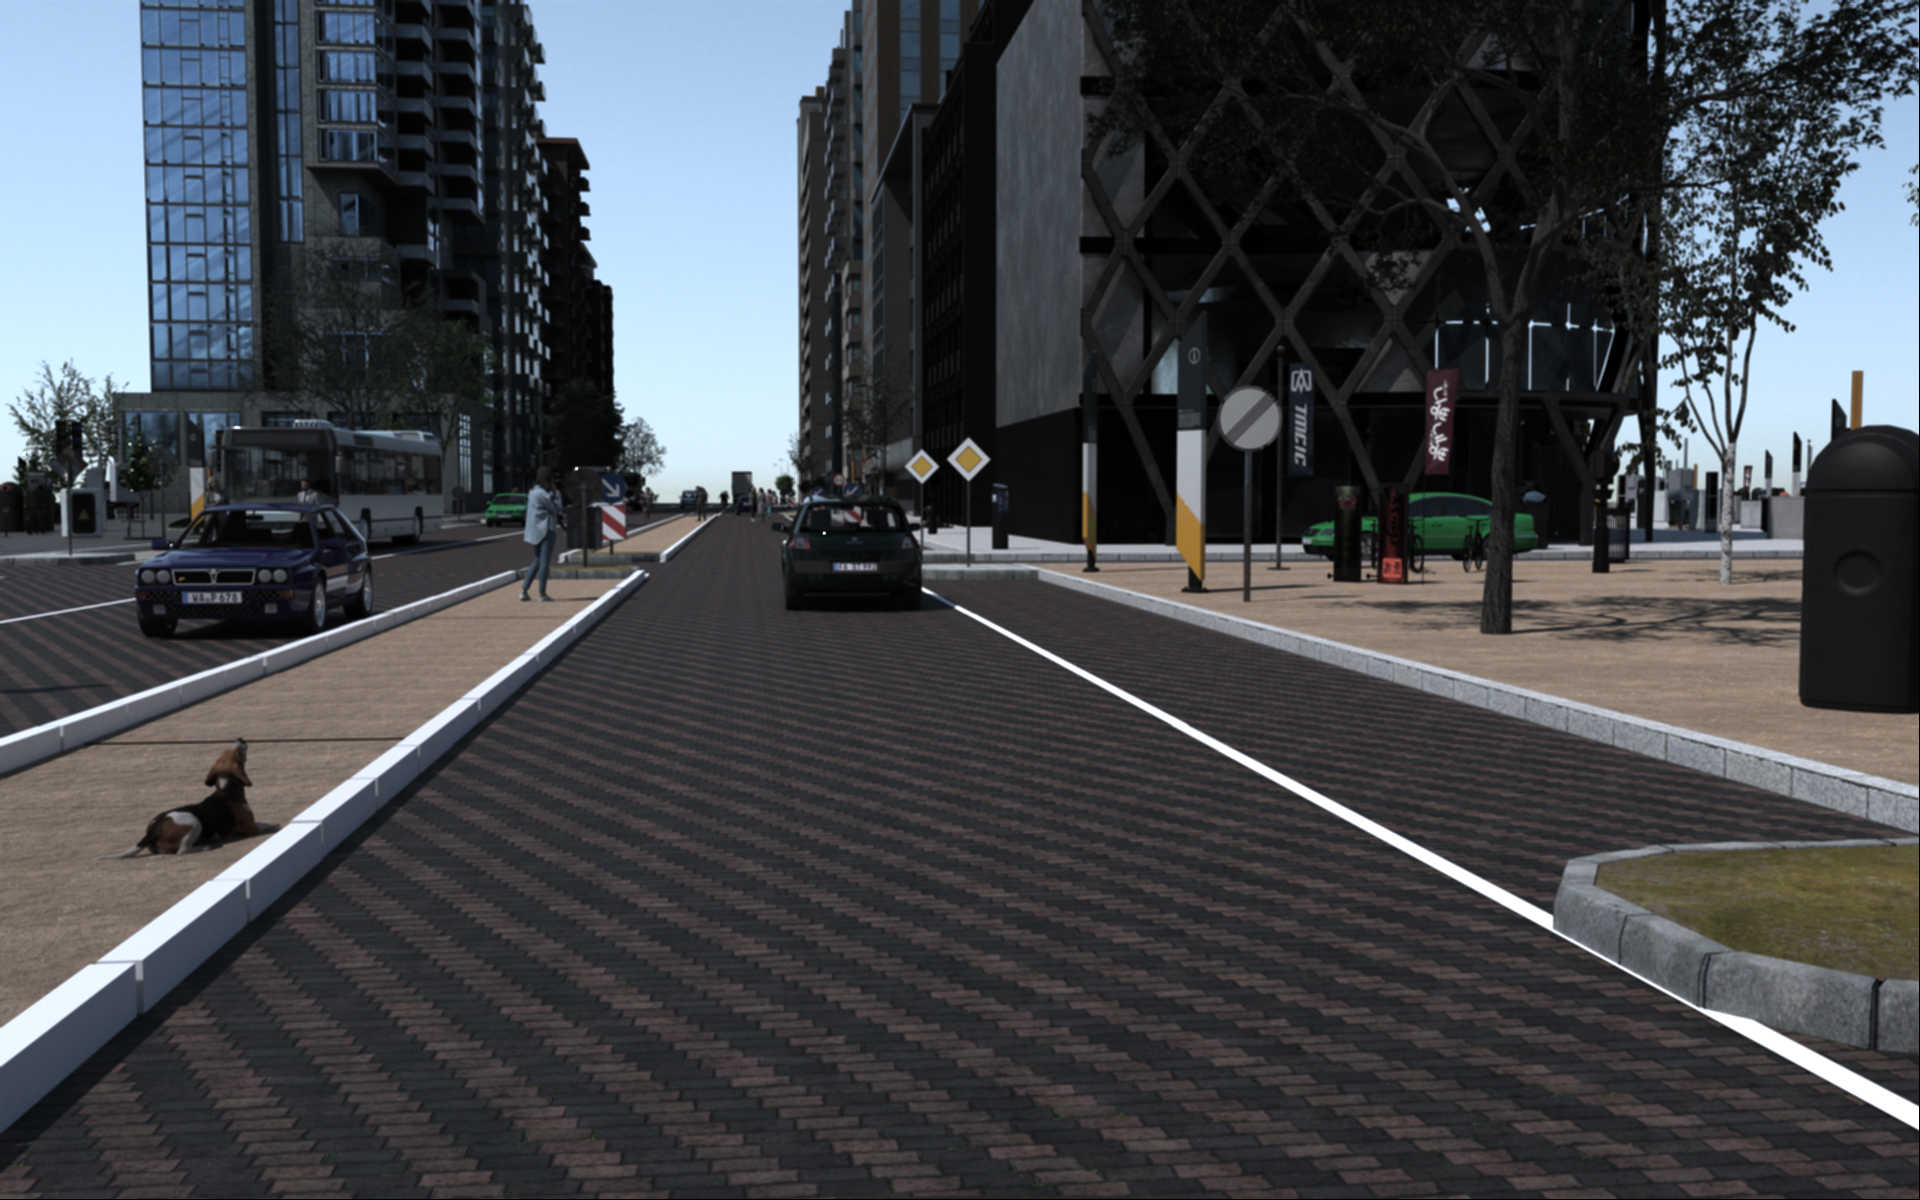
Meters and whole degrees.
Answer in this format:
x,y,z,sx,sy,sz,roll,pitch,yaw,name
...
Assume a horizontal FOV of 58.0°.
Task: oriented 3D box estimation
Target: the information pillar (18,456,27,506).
x,y,z,sx,sy,sz,roll,pitch,yaw,name
-57.465,-7.025,106.212,0.504,3.616,0.183,-3,5,-43,information pillar

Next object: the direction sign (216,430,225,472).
x,y,z,sx,sy,sz,roll,pitch,yaw,name
-25.866,-4.245,61.395,0.876,3.537,0.379,-1,4,-13,direction sign

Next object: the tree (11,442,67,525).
x,y,z,sx,sy,sz,roll,pitch,yaw,name
-34.578,-4.289,64.722,1.663,3.219,1.824,0,3,0,tree

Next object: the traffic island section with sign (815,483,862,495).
x,y,z,sx,sy,sz,roll,pitch,yaw,name
-3.919,-3.171,60.466,1.989,1.847,2.006,0,4,-7,traffic island section with sign

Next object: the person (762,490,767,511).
x,y,z,sx,sy,sz,roll,pitch,yaw,name
-16.236,-8.255,143.914,0.683,1.767,0.568,-2,4,-31,person

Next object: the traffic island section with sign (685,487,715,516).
x,y,z,sx,sy,sz,roll,pitch,yaw,name
-16.755,-6.336,111.733,2.006,1.907,1.989,0,4,-7,traffic island section with sign

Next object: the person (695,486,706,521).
x,y,z,sx,sy,sz,roll,pitch,yaw,name
-13.521,-5.010,90.217,0.655,1.846,0.447,1,4,20,person

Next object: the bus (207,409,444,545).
x,y,z,sx,sy,sz,roll,pitch,yaw,name
-16.178,-3.087,45.332,2.948,3.499,13.247,0,4,-5,bus

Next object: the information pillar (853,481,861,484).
x,y,z,sx,sy,sz,roll,pitch,yaw,name
-5.936,-5.828,99.786,0.304,2.012,0.304,2,4,30,information pillar

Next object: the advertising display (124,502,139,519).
x,y,z,sx,sy,sz,roll,pitch,yaw,name
-42.382,-5.088,88.405,0.123,1.923,0.974,2,4,30,advertising display

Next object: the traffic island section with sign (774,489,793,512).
x,y,z,sx,sy,sz,roll,pitch,yaw,name
-13.450,-7.837,136.766,1.989,1.847,2.006,0,4,-7,traffic island section with sign

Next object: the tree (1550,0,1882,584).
x,y,z,sx,sy,sz,roll,pitch,yaw,name
10.855,-4.546,24.687,4.360,8.622,3.978,0,3,0,tree

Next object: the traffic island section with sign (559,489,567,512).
x,y,z,sx,sy,sz,roll,pitch,yaw,name
-30.927,-7.726,134.948,1.989,1.847,2.006,0,4,-7,traffic island section with sign

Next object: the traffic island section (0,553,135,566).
x,y,z,sx,sy,sz,roll,pitch,yaw,name
-18.575,-0.847,36.133,2.009,0.180,2.903,0,4,-7,traffic island section

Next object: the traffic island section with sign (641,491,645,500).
x,y,z,sx,sy,sz,roll,pitch,yaw,name
-44.500,-14.372,243.604,1.989,1.847,2.006,0,4,-7,traffic island section with sign

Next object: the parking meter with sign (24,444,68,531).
x,y,z,sx,sy,sz,roll,pitch,yaw,name
-32.111,-3.929,60.504,1.738,3.016,0.543,0,4,7,parking meter with sign

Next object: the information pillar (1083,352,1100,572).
x,y,z,sx,sy,sz,roll,pitch,yaw,name
2.131,-2.264,28.377,0.183,3.616,0.504,1,4,23,information pillar

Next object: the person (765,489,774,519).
x,y,z,sx,sy,sz,roll,pitch,yaw,name
-11.210,-5.641,101.574,0.563,1.720,0.643,2,4,24,person

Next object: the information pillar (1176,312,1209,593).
x,y,z,sx,sy,sz,roll,pitch,yaw,name
3.019,-1.906,22.525,0.183,3.616,0.504,-2,4,-35,information pillar

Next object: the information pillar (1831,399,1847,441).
x,y,z,sx,sy,sz,roll,pitch,yaw,name
21.684,-3.148,42.817,0.504,3.616,0.183,-2,4,-30,information pillar

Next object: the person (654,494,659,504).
x,y,z,sx,sy,sz,roll,pitch,yaw,name
-42.637,-14.174,243.437,0.799,1.438,0.628,-1,4,-9,person

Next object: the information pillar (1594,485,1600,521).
x,y,z,sx,sy,sz,roll,pitch,yaw,name
28.811,-5.332,78.540,0.504,3.616,0.183,0,4,-4,information pillar

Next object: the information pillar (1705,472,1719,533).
x,y,z,sx,sy,sz,roll,pitch,yaw,name
24.912,-3.237,57.417,0.304,2.012,0.304,0,4,5,information pillar

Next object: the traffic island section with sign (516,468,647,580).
x,y,z,sx,sy,sz,roll,pitch,yaw,name
-6.524,-1.326,29.821,2.006,1.907,1.989,0,4,-7,traffic island section with sign

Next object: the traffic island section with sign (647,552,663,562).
x,y,z,sx,sy,sz,roll,pitch,yaw,name
-7.433,-1.776,37.173,2.006,1.907,1.989,0,4,-7,traffic island section with sign

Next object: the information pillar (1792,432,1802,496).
x,y,z,sx,sy,sz,roll,pitch,yaw,name
31.342,-4.499,64.911,0.183,3.616,0.504,0,3,0,information pillar

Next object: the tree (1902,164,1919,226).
x,y,z,sx,sy,sz,roll,pitch,yaw,name
15.548,-4.478,23.576,4.737,8.622,4.395,0,3,0,tree

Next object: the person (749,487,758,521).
x,y,z,sx,sy,sz,roll,pitch,yaw,name
-10.746,-5.016,90.690,0.709,1.800,0.728,-2,4,-29,person

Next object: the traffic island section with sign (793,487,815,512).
x,y,z,sx,sy,sz,roll,pitch,yaw,name
-7.328,-4.840,87.769,1.989,1.847,2.006,0,4,-7,traffic island section with sign

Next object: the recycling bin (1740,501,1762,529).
x,y,z,sx,sy,sz,roll,pitch,yaw,name
29.683,-3.203,64.931,0.722,1.027,0.722,2,4,26,recycling bin

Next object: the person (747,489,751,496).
x,y,z,sx,sy,sz,roll,pitch,yaw,name
-16.534,-7.814,136.123,0.709,1.838,0.599,-3,4,-36,person

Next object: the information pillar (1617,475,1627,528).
x,y,z,sx,sy,sz,roll,pitch,yaw,name
25.104,-3.745,65.719,0.304,2.012,0.304,1,4,15,information pillar

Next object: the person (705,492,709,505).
x,y,z,sx,sy,sz,roll,pitch,yaw,name
-34.789,-13.945,237.188,1.217,1.739,0.721,2,4,33,person

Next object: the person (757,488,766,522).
x,y,z,sx,sy,sz,roll,pitch,yaw,name
-10.095,-4.821,87.889,0.480,1.755,0.524,-2,4,-32,person

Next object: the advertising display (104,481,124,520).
x,y,z,sx,sy,sz,roll,pitch,yaw,name
-42.739,-5.010,87.128,0.123,1.923,0.974,3,4,36,advertising display

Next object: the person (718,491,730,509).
x,y,z,sx,sy,sz,roll,pitch,yaw,name
-22.499,-9.528,165.102,1.217,1.723,0.721,1,4,10,person

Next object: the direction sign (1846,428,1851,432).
x,y,z,sx,sy,sz,roll,pitch,yaw,name
30.684,-4.119,59.348,0.876,3.537,0.379,-1,4,-10,direction sign

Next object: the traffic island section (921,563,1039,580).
x,y,z,sx,sy,sz,roll,pitch,yaw,name
0.169,-0.497,30.413,2.009,0.180,2.903,0,4,-7,traffic island section

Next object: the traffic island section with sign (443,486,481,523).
x,y,z,sx,sy,sz,roll,pitch,yaw,name
-24.766,-4.704,85.535,1.989,1.847,2.006,0,4,-7,traffic island section with sign

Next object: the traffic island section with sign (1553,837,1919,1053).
x,y,z,sx,sy,sz,roll,pitch,yaw,name
2.983,0.202,5.325,1.989,1.847,2.006,0,4,-7,traffic island section with sign

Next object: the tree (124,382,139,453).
x,y,z,sx,sy,sz,roll,pitch,yaw,name
-51.914,-9.441,104.730,4.737,8.622,4.395,0,3,0,tree

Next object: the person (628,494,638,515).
x,y,z,sx,sy,sz,roll,pitch,yaw,name
-22.614,-6.599,119.632,0.697,1.427,0.421,-1,4,-15,person

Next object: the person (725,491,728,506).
x,y,z,sx,sy,sz,roll,pitch,yaw,name
-28.130,-12.226,208.332,0.705,1.831,1.348,-3,4,-36,person

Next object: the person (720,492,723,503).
x,y,z,sx,sy,sz,roll,pitch,yaw,name
-36.882,-15.910,268.656,1.348,1.821,0.705,3,5,41,person

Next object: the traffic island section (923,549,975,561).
x,y,z,sx,sy,sz,roll,pitch,yaw,name
-0.820,-0.982,38.337,2.009,0.180,2.903,0,4,-7,traffic island section

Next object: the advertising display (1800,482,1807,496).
x,y,z,sx,sy,sz,roll,pitch,yaw,name
46.194,-5.456,94.425,0.974,1.923,0.123,0,4,-7,advertising display

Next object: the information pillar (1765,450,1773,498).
x,y,z,sx,sy,sz,roll,pitch,yaw,name
42.793,-6.138,91.712,0.504,3.616,0.183,-2,4,-30,information pillar

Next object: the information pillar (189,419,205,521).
x,y,z,sx,sy,sz,roll,pitch,yaw,name
-23.961,-3.856,54.406,0.504,3.616,0.183,1,4,14,information pillar

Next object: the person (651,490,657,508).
x,y,z,sx,sy,sz,roll,pitch,yaw,name
-32.385,-10.600,181.890,1.350,1.814,0.705,-1,4,-14,person

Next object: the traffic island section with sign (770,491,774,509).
x,y,z,sx,sy,sz,roll,pitch,yaw,name
-16.889,-9.523,164.332,1.989,1.847,2.006,0,4,-7,traffic island section with sign

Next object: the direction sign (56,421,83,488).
x,y,z,sx,sy,sz,roll,pitch,yaw,name
-27.778,-3.798,54.088,0.379,3.537,0.876,2,4,26,direction sign

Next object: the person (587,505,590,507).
x,y,z,sx,sy,sz,roll,pitch,yaw,name
-15.707,-3.926,72.706,0.654,1.822,0.581,0,4,-7,person
